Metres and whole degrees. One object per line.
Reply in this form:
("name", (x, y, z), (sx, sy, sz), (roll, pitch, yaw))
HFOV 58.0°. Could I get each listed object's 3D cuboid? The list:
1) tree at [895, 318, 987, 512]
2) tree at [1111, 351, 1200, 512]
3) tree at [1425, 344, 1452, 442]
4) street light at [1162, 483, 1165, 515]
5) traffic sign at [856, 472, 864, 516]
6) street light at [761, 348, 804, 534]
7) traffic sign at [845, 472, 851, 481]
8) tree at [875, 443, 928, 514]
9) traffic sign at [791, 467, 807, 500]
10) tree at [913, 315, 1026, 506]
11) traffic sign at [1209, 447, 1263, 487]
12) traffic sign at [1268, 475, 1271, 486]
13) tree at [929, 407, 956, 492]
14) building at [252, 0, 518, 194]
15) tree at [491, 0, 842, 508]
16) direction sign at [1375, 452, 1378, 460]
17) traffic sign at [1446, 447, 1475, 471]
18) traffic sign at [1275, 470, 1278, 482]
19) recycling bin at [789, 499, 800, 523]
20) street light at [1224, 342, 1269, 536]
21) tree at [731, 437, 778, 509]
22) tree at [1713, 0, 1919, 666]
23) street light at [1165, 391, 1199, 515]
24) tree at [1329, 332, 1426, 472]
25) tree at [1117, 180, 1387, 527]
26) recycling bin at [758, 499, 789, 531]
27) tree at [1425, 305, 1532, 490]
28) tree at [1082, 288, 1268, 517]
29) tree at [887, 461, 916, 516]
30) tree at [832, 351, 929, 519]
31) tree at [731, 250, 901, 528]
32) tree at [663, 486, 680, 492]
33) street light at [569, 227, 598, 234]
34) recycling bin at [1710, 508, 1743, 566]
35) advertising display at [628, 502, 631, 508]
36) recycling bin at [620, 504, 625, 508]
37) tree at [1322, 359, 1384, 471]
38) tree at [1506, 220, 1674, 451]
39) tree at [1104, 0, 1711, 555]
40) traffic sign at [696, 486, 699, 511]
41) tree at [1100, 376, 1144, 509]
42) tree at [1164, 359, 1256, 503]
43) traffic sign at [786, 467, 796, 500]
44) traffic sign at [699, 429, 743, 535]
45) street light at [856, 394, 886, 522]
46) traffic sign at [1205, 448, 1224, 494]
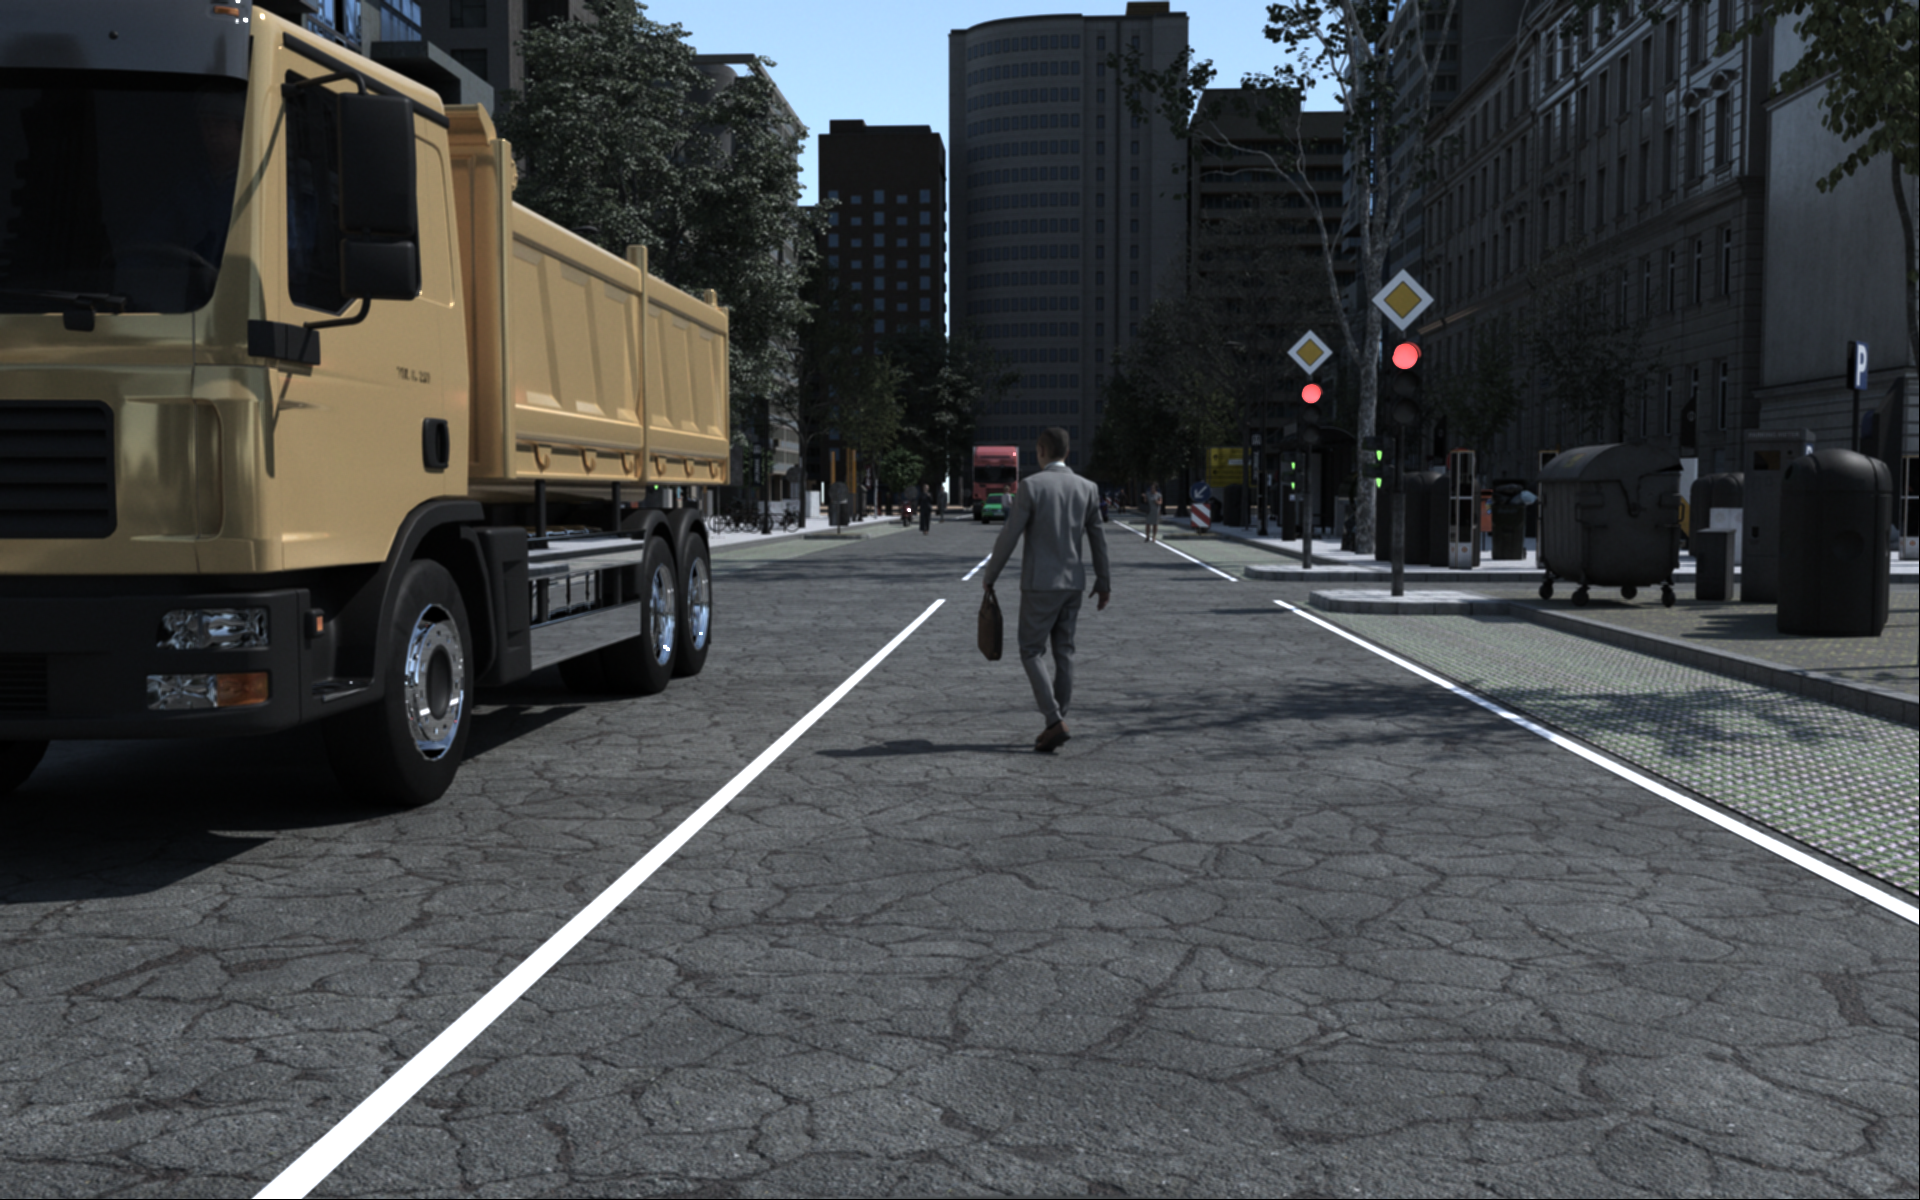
("tree", (-2.699, -13.309, 124.258), (9.857, 13.997, 8.962), (0, 3, 0))
("tree", (14.310, -12.385, 120.616), (7.486, 12.596, 7.792), (0, 3, 0))
("tree", (21.166, -8.055, 82.058), (4.360, 8.622, 3.978), (0, 3, 0))
("street light", (11.737, -8.040, 103.999), (1.470, 5.913, 1.316), (0, 4, 3))
("traffic sign", (-5.888, -6.052, 99.061), (0.768, 2.556, 0.104), (1, 4, 12))
("street light", (-5.657, -5.055, 55.185), (1.470, 5.913, 1.316), (0, 4, 3))
("traffic sign", (-6.381, -6.189, 101.301), (0.768, 2.556, 0.104), (1, 4, 11))
("tree", (-3.750, -7.783, 110.961), (4.285, 4.588, 4.351), (0, 3, 0))
("traffic sign", (-7.525, -4.953, 81.083), (0.768, 2.556, 0.104), (0, 4, 5))
("tree", (1.270, -19.887, 181.034), (12.611, 20.169, 13.585), (0, 3, 0))
("traffic sign", (11.838, -4.924, 74.375), (2.265, 3.308, 0.079), (0, 4, 4))
("traffic sign", (15.800, -5.351, 89.615), (0.606, 2.300, 0.079), (0, 4, 6))
("tree", (-1.770, -11.619, 140.325), (4.737, 8.622, 4.395), (0, 3, 0))
("building", (-29.206, -45.609, 58.378), (22.319, 86.520, 31.000), (0, 4, 3))
("tree", (-7.872, -8.392, 43.869), (9.857, 13.997, 8.962), (0, 3, 0))
("direction sign", (20.448, -5.723, 85.563), (0.379, 3.537, 0.876), (-1, 4, -11))
("traffic sign", (13.643, -2.885, 47.275), (0.768, 2.556, 0.104), (1, 4, 11))
("traffic sign", (16.072, -5.277, 86.392), (0.768, 2.556, 0.104), (0, 4, 4))
("recycling bin", (-7.434, -3.994, 77.857), (0.722, 1.027, 0.722), (0, 4, 8))
("street light", (8.790, -4.930, 53.151), (1.470, 5.913, 1.316), (0, 4, 3))
("tree", (-12.190, -7.101, 99.820), (4.285, 4.588, 4.351), (0, 3, 0))
("tree", (7.233, -3.796, 12.427), (4.737, 8.622, 4.395), (0, 3, 0))
("street light", (10.188, -6.467, 78.274), (1.470, 5.913, 1.316), (0, 4, 3))
("tree", (18.422, -7.736, 76.846), (4.360, 8.622, 3.978), (0, 3, 0))
("tree", (11.209, -9.585, 67.083), (12.009, 13.543, 11.850), (0, 3, 0))
("recycling bin", (-6.661, -2.983, 61.328), (0.722, 1.027, 0.722), (-3, 5, -41))
("tree", (20.543, -7.197, 68.038), (4.737, 8.622, 4.395), (0, 3, 0))
("tree", (12.428, -11.003, 96.914), (9.611, 12.733, 9.660), (0, 3, 0))
("tree", (-3.576, -6.498, 100.842), (1.663, 3.219, 1.824), (0, 3, 0))
("tree", (-4.462, -8.515, 89.589), (4.737, 8.622, 4.395), (0, 3, 0))
("tree", (-5.693, -8.020, 65.539), (7.601, 10.594, 8.767), (-2, 4, -28))
("tree", (-15.132, -6.313, 86.931), (4.285, 4.588, 4.351), (0, 3, 0))
("street light", (-6.986, -3.531, 30.270), (1.470, 5.913, 1.316), (0, 4, 3))
("recycling bin", (13.954, -1.136, 31.132), (0.722, 1.027, 0.722), (3, 5, 43))
("advertising display", (-17.320, -5.213, 90.447), (0.974, 1.923, 0.123), (0, 4, 5))
("recycling bin", (-8.783, -1.854, 42.871), (0.722, 1.027, 0.722), (3, 4, 38))
("tree", (21.321, -8.751, 93.446), (4.737, 8.622, 4.395), (0, 3, 0))
("tree", (17.085, -5.937, 47.432), (4.360, 8.622, 3.978), (0, 3, 0))
("tree", (9.509, -11.109, 37.520), (12.611, 20.169, 13.585), (0, 3, 0))
("traffic sign", (-7.902, -3.185, 52.174), (0.768, 2.556, 0.104), (1, 4, 11))
("tree", (15.965, -13.873, 152.579), (9.928, 11.665, 9.643), (0, 3, 0))
("tree", (12.361, -8.300, 86.068), (4.737, 8.622, 4.395), (0, 3, 0))
("traffic sign", (-7.800, -4.965, 81.283), (0.768, 2.556, 0.104), (1, 4, 9))
("traffic sign", (-7.926, -3.716, 54.628), (2.265, 3.308, 0.079), (1, 4, 12))
("street light", (-4.125, -6.611, 80.626), (1.470, 5.913, 1.316), (0, 4, 3))
("traffic sign", (11.855, -5.004, 75.686), (2.265, 3.308, 0.079), (0, 4, 6))
